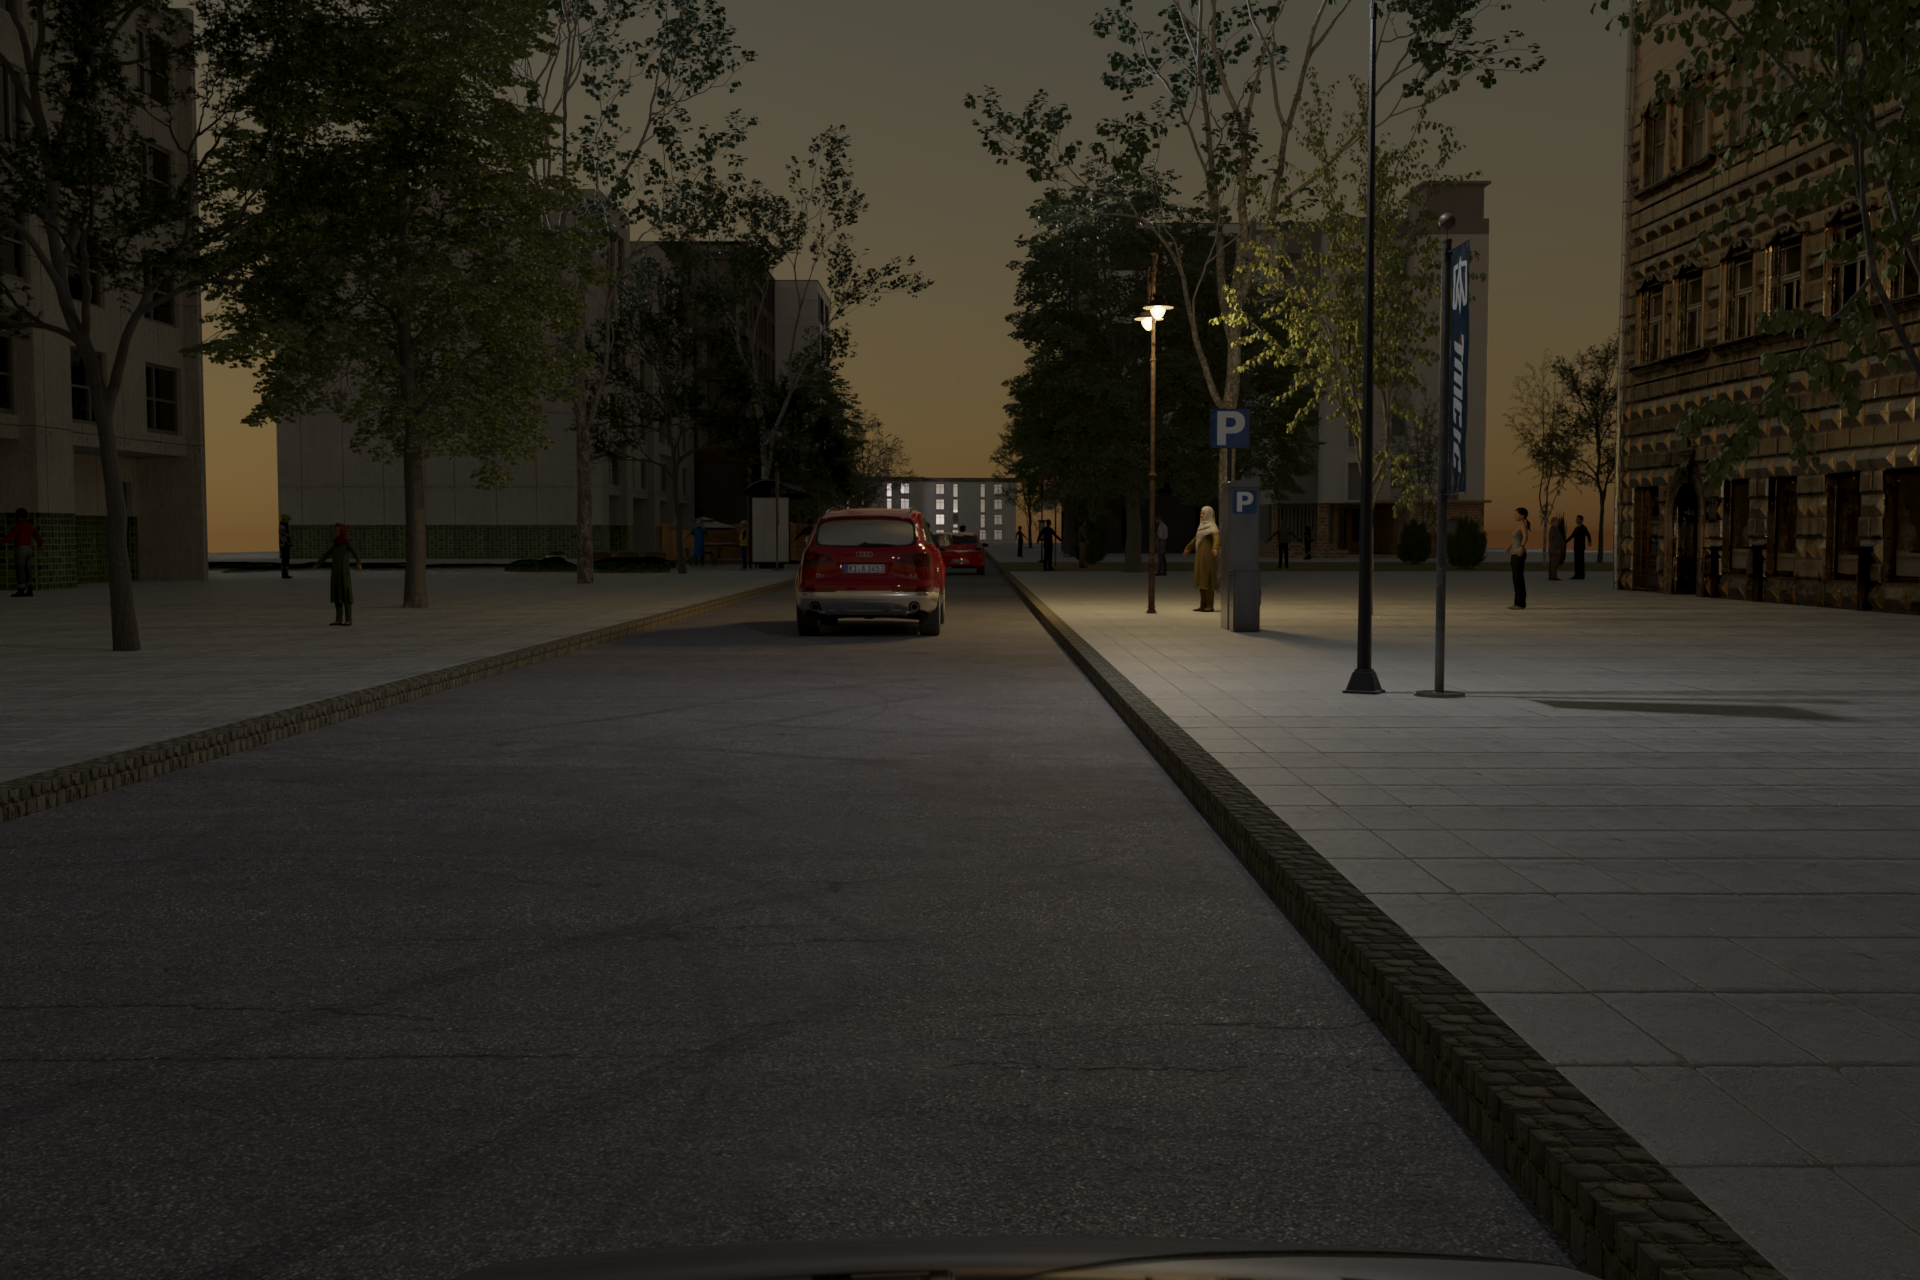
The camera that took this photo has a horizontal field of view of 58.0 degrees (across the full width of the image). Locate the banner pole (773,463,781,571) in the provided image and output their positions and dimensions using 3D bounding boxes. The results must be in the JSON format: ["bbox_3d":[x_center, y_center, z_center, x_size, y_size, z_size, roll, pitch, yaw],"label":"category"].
[{"bbox_3d":[-6.444,-4.355,61.228,0.401,3.779,0.863,0,4,2],"label":"banner pole"}]

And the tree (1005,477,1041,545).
[{"bbox_3d":[6.744,-13.206,166.275,4.360,8.622,3.978,0,3,0],"label":"tree"}]

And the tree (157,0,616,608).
[{"bbox_3d":[-9.881,-6.853,30.172,7.486,12.596,7.792,0,3,0],"label":"tree"}]

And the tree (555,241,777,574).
[{"bbox_3d":[-9.341,-7.425,55.815,7.601,10.594,8.767,0,4,0],"label":"tree"}]

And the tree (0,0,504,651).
[{"bbox_3d":[-9.343,-5.177,19.054,8.767,10.594,7.601,-2,4,-32],"label":"tree"}]

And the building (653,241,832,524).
[{"bbox_3d":[-25.354,-17.942,137.319,27.936,21.610,32.646,0,4,0],"label":"building"}]

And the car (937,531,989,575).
[{"bbox_3d":[-0.036,-3.240,62.010,2.155,1.783,4.494,0,4,-1],"label":"car"}]

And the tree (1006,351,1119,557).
[{"bbox_3d":[6.313,-10.492,97.296,9.928,11.665,9.643,0,3,0],"label":"tree"}]

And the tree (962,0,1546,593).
[{"bbox_3d":[6.482,-11.175,38.596,12.611,20.169,13.585,0,3,0],"label":"tree"}]

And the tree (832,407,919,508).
[{"bbox_3d":[-9.175,-15.613,165.645,12.009,13.543,11.850,0,3,0],"label":"tree"}]

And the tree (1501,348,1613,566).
[{"bbox_3d":[23.319,-7.290,69.555,4.360,8.622,3.978,0,3,0],"label":"tree"}]

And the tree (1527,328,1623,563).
[{"bbox_3d":[29.091,-8.758,77.607,7.601,10.594,8.767,-1,4,-18],"label":"tree"}]

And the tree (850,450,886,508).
[{"bbox_3d":[-8.768,-12.329,151.933,4.360,8.622,3.978,0,3,0],"label":"tree"}]

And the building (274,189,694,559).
[{"bbox_3d":[-26.870,-14.574,104.750,16.747,18.905,31.486,0,4,0],"label":"building"}]

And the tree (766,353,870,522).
[{"bbox_3d":[-9.242,-11.624,108.180,7.486,12.596,7.792,0,3,0],"label":"tree"}]

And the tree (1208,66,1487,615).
[{"bbox_3d":[6.259,-4.685,26.965,4.737,8.622,4.395,0,3,0],"label":"tree"}]

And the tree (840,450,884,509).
[{"bbox_3d":[-8.354,-11.372,136.300,4.737,8.622,4.395,0,3,0],"label":"tree"}]

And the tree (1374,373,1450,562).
[{"bbox_3d":[21.334,-7.842,78.587,4.360,8.622,3.978,0,3,0],"label":"tree"}]

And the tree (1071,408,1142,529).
[{"bbox_3d":[6.555,-8.410,87.859,4.360,8.622,3.978,0,3,0],"label":"tree"}]

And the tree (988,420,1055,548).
[{"bbox_3d":[6.259,-14.120,156.620,9.928,11.665,9.643,0,3,0],"label":"tree"}]

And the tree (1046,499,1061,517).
[{"bbox_3d":[16.412,-20.954,252.968,12.009,13.543,11.850,0,3,0],"label":"tree"}]

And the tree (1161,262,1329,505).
[{"bbox_3d":[11.760,-9.422,72.185,7.486,12.596,7.792,0,3,0],"label":"tree"}]

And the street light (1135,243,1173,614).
[{"bbox_3d":[3.098,-3.368,27.847,0.468,5.910,1.993,0,4,0],"label":"street light"}]

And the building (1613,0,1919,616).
[{"bbox_3d":[24.240,-12.178,30.040,19.493,23.208,18.063,0,4,0],"label":"building"}]

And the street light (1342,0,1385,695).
[{"bbox_3d":[3.806,-2.524,13.811,1.470,5.913,1.316,0,4,1],"label":"street light"}]

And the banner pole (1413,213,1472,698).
[{"bbox_3d":[3.797,-1.429,13.384,0.401,3.779,0.863,0,4,0],"label":"banner pole"}]

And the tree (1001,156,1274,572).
[{"bbox_3d":[5.750,-9.240,57.732,9.857,13.997,8.962,0,3,0],"label":"tree"}]

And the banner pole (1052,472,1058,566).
[{"bbox_3d":[3.797,-4.807,68.610,0.401,3.779,0.863,0,4,0],"label":"banner pole"}]

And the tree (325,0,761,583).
[{"bbox_3d":[-10.760,-11.467,43.376,12.611,20.169,13.585,0,3,0],"label":"tree"}]

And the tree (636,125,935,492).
[{"bbox_3d":[-8.024,-13.707,80.000,12.611,20.169,13.585,0,3,0],"label":"tree"}]

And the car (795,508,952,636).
[{"bbox_3d":[-1.264,-1.057,25.955,2.281,1.827,5.304,0,4,1],"label":"car"}]

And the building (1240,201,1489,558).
[{"bbox_3d":[22.125,-15.204,105.007,16.016,20.090,11.380,0,4,1],"label":"building"}]

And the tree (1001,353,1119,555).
[{"bbox_3d":[6.268,-11.636,108.371,7.486,12.596,7.792,0,3,0],"label":"tree"}]

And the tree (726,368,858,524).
[{"bbox_3d":[-9.155,-9.962,97.289,7.601,10.594,8.767,2,4,30],"label":"tree"}]

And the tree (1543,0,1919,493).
[{"bbox_3d":[5.437,-3.612,9.419,4.737,8.622,4.395,0,3,0],"label":"tree"}]

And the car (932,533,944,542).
[{"bbox_3d":[-0.825,-4.490,83.006,1.945,1.707,3.694,0,4,-1],"label":"car"}]
